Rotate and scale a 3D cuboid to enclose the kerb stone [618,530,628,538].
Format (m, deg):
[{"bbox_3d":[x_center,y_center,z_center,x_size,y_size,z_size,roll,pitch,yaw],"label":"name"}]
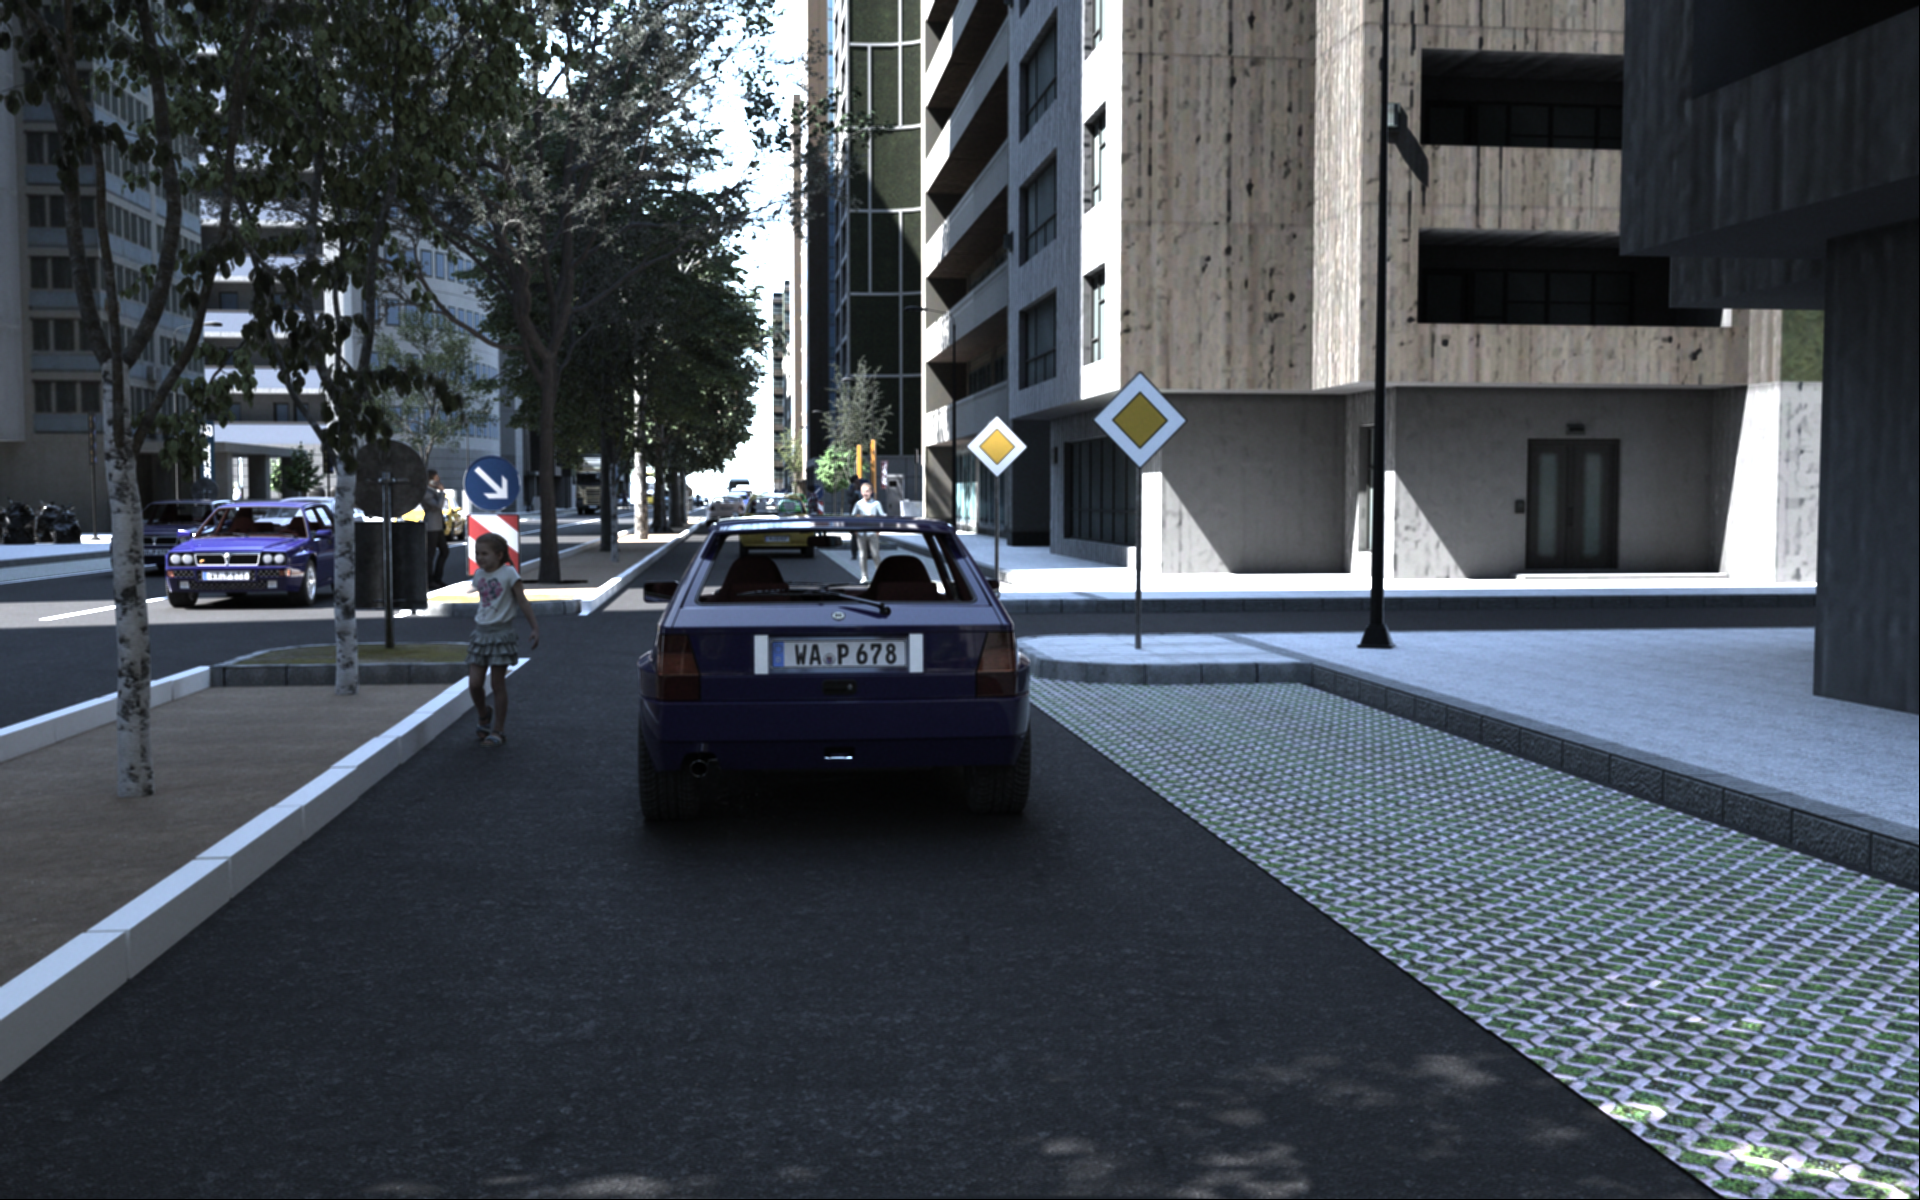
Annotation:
[{"bbox_3d":[-11.430,-2.235,58.743,0.120,0.150,1.000,0,4,-7],"label":"kerb stone"}]

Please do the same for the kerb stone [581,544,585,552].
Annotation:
[{"bbox_3d":[-9.365,-1.240,42.469,0.120,0.150,1.000,0,4,-7],"label":"kerb stone"}]

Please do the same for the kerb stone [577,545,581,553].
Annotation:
[{"bbox_3d":[-9.239,-1.170,41.449,0.120,0.150,1.000,0,4,-7],"label":"kerb stone"}]

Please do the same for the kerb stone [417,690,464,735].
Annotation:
[{"bbox_3d":[-3.216,0.704,10.683,0.120,0.150,1.000,0,4,-7],"label":"kerb stone"}]

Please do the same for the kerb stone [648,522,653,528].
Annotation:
[{"bbox_3d":[-13.886,-3.415,78.073,0.120,0.150,1.000,0,4,-7],"label":"kerb stone"}]

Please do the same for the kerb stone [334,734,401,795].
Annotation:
[{"bbox_3d":[-2.964,0.828,8.651,0.120,0.150,1.000,0,4,-7],"label":"kerb stone"}]

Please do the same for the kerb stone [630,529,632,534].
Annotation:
[{"bbox_3d":[-11.686,-2.360,60.774,0.120,0.150,1.000,0,4,-7],"label":"kerb stone"}]

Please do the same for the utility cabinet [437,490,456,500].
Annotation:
[{"bbox_3d":[-26.925,-5.010,90.594,1.173,1.500,0.318,1,4,15],"label":"utility cabinet"}]

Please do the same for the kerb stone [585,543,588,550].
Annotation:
[{"bbox_3d":[-9.497,-1.302,43.482,0.120,0.150,1.000,0,4,-7],"label":"kerb stone"}]

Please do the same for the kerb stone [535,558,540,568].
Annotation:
[{"bbox_3d":[-8.208,-0.680,33.320,0.120,0.150,1.000,0,4,-7],"label":"kerb stone"}]

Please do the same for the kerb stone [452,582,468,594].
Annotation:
[{"bbox_3d":[-7.047,-0.121,24.174,0.120,0.150,1.000,0,4,-7],"label":"kerb stone"}]

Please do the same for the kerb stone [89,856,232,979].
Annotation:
[{"bbox_3d":[-2.572,1.017,5.602,0.120,0.150,1.000,0,4,-7],"label":"kerb stone"}]

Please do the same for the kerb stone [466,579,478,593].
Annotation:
[{"bbox_3d":[-7.180,-0.179,25.199,0.120,0.150,1.000,0,4,-7],"label":"kerb stone"}]

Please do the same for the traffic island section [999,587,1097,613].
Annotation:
[{"bbox_3d":[0.493,-0.002,22.310,2.009,0.180,2.903,0,4,-7],"label":"traffic island section"}]

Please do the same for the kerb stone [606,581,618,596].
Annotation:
[{"bbox_3d":[-4.963,-0.135,24.443,0.120,0.150,1.000,0,4,-7],"label":"kerb stone"}]

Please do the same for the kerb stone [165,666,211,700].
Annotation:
[{"bbox_3d":[-5.553,0.600,12.450,0.120,0.150,1.000,0,4,-7],"label":"kerb stone"}]

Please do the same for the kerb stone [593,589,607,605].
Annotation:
[{"bbox_3d":[-4.705,-0.011,22.407,0.120,0.150,1.000,0,4,-7],"label":"kerb stone"}]

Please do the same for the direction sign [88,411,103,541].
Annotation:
[{"bbox_3d":[-23.812,-3.401,47.597,0.379,3.537,0.876,-1,4,-17],"label":"direction sign"}]

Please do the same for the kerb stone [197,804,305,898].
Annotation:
[{"bbox_3d":[-2.702,0.953,6.620,0.120,0.150,1.000,0,4,-7],"label":"kerb stone"}]

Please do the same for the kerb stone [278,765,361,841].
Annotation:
[{"bbox_3d":[-2.827,0.892,7.635,0.120,0.150,1.000,0,4,-7],"label":"kerb stone"}]

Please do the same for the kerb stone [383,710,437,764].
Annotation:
[{"bbox_3d":[-3.082,0.767,9.667,0.120,0.150,1.000,0,4,-7],"label":"kerb stone"}]

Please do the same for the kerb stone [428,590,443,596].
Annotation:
[{"bbox_3d":[-6.781,0.004,22.128,0.120,0.150,1.000,0,4,-7],"label":"kerb stone"}]

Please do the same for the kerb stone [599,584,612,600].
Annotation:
[{"bbox_3d":[-4.836,-0.075,23.429,0.120,0.150,1.000,0,4,-7],"label":"kerb stone"}]

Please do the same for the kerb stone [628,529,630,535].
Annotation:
[{"bbox_3d":[-11.559,-2.297,59.757,0.120,0.150,1.000,0,4,-7],"label":"kerb stone"}]

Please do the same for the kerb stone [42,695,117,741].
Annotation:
[{"bbox_3d":[-5.309,0.722,10.417,0.120,0.150,1.000,0,4,-7],"label":"kerb stone"}]

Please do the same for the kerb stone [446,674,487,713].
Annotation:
[{"bbox_3d":[-3.351,0.642,11.698,0.120,0.150,1.000,0,4,-7],"label":"kerb stone"}]

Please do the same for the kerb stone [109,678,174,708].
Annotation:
[{"bbox_3d":[-5.430,0.658,11.432,0.120,0.150,1.000,0,4,-7],"label":"kerb stone"}]

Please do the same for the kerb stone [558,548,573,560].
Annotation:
[{"bbox_3d":[-8.976,-1.052,39.417,0.120,0.150,1.000,0,4,-7],"label":"kerb stone"}]

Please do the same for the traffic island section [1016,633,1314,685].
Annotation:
[{"bbox_3d":[1.497,0.483,14.388,2.009,0.180,2.903,0,4,-7],"label":"traffic island section"}]

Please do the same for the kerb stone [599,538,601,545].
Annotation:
[{"bbox_3d":[-10.013,-1.548,47.549,0.120,0.150,1.000,0,4,-7],"label":"kerb stone"}]

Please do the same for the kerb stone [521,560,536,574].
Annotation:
[{"bbox_3d":[-8.074,-0.618,32.306,0.120,0.150,1.000,0,4,-7],"label":"kerb stone"}]

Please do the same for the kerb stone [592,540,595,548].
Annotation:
[{"bbox_3d":[-9.755,-1.426,45.512,0.120,0.150,1.000,0,4,-7],"label":"kerb stone"}]

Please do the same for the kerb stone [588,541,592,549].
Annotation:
[{"bbox_3d":[-9.620,-1.364,44.497,0.120,0.150,1.000,0,4,-7],"label":"kerb stone"}]

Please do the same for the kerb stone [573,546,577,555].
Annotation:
[{"bbox_3d":[-9.105,-1.114,40.435,0.120,0.150,1.000,0,4,-7],"label":"kerb stone"}]

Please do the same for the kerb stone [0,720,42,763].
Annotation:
[{"bbox_3d":[-5.174,0.782,9.404,0.120,0.150,1.000,0,4,-7],"label":"kerb stone"}]

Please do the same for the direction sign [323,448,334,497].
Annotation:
[{"bbox_3d":[-24.109,-4.534,66.132,0.379,3.537,0.876,0,4,3],"label":"direction sign"}]

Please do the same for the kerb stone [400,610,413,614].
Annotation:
[{"bbox_3d":[-6.664,0.070,21.110,0.120,0.150,1.000,0,4,-7],"label":"kerb stone"}]

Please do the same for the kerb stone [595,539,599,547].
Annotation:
[{"bbox_3d":[-9.877,-1.488,46.526,0.120,0.150,1.000,0,4,-7],"label":"kerb stone"}]

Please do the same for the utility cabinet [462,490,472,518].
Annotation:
[{"bbox_3d":[-26.470,-5.154,92.953,0.318,1.500,1.173,0,4,-7],"label":"utility cabinet"}]

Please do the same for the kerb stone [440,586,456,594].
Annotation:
[{"bbox_3d":[-6.916,-0.056,23.152,0.120,0.150,1.000,0,4,-7],"label":"kerb stone"}]

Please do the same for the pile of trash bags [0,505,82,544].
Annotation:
[{"bbox_3d":[-24.596,-2.130,44.572,3.447,1.369,1.912,-3,4,-36],"label":"pile of trash bags"}]

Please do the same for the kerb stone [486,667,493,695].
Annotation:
[{"bbox_3d":[-3.473,0.584,12.713,0.120,0.150,1.000,0,4,-7],"label":"kerb stone"}]

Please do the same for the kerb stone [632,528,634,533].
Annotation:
[{"bbox_3d":[-11.811,-2.422,61.788,0.120,0.150,1.000,0,4,-7],"label":"kerb stone"}]

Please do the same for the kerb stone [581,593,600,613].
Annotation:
[{"bbox_3d":[-4.575,0.049,21.389,0.120,0.150,1.000,0,4,-7],"label":"kerb stone"}]

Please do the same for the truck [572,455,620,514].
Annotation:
[{"bbox_3d":[-26.147,-8.329,125.085,2.839,4.237,11.283,0,4,-8],"label":"truck"}]

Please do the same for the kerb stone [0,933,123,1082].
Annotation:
[{"bbox_3d":[-2.447,1.079,4.587,0.120,0.150,1.000,0,4,-7],"label":"kerb stone"}]
